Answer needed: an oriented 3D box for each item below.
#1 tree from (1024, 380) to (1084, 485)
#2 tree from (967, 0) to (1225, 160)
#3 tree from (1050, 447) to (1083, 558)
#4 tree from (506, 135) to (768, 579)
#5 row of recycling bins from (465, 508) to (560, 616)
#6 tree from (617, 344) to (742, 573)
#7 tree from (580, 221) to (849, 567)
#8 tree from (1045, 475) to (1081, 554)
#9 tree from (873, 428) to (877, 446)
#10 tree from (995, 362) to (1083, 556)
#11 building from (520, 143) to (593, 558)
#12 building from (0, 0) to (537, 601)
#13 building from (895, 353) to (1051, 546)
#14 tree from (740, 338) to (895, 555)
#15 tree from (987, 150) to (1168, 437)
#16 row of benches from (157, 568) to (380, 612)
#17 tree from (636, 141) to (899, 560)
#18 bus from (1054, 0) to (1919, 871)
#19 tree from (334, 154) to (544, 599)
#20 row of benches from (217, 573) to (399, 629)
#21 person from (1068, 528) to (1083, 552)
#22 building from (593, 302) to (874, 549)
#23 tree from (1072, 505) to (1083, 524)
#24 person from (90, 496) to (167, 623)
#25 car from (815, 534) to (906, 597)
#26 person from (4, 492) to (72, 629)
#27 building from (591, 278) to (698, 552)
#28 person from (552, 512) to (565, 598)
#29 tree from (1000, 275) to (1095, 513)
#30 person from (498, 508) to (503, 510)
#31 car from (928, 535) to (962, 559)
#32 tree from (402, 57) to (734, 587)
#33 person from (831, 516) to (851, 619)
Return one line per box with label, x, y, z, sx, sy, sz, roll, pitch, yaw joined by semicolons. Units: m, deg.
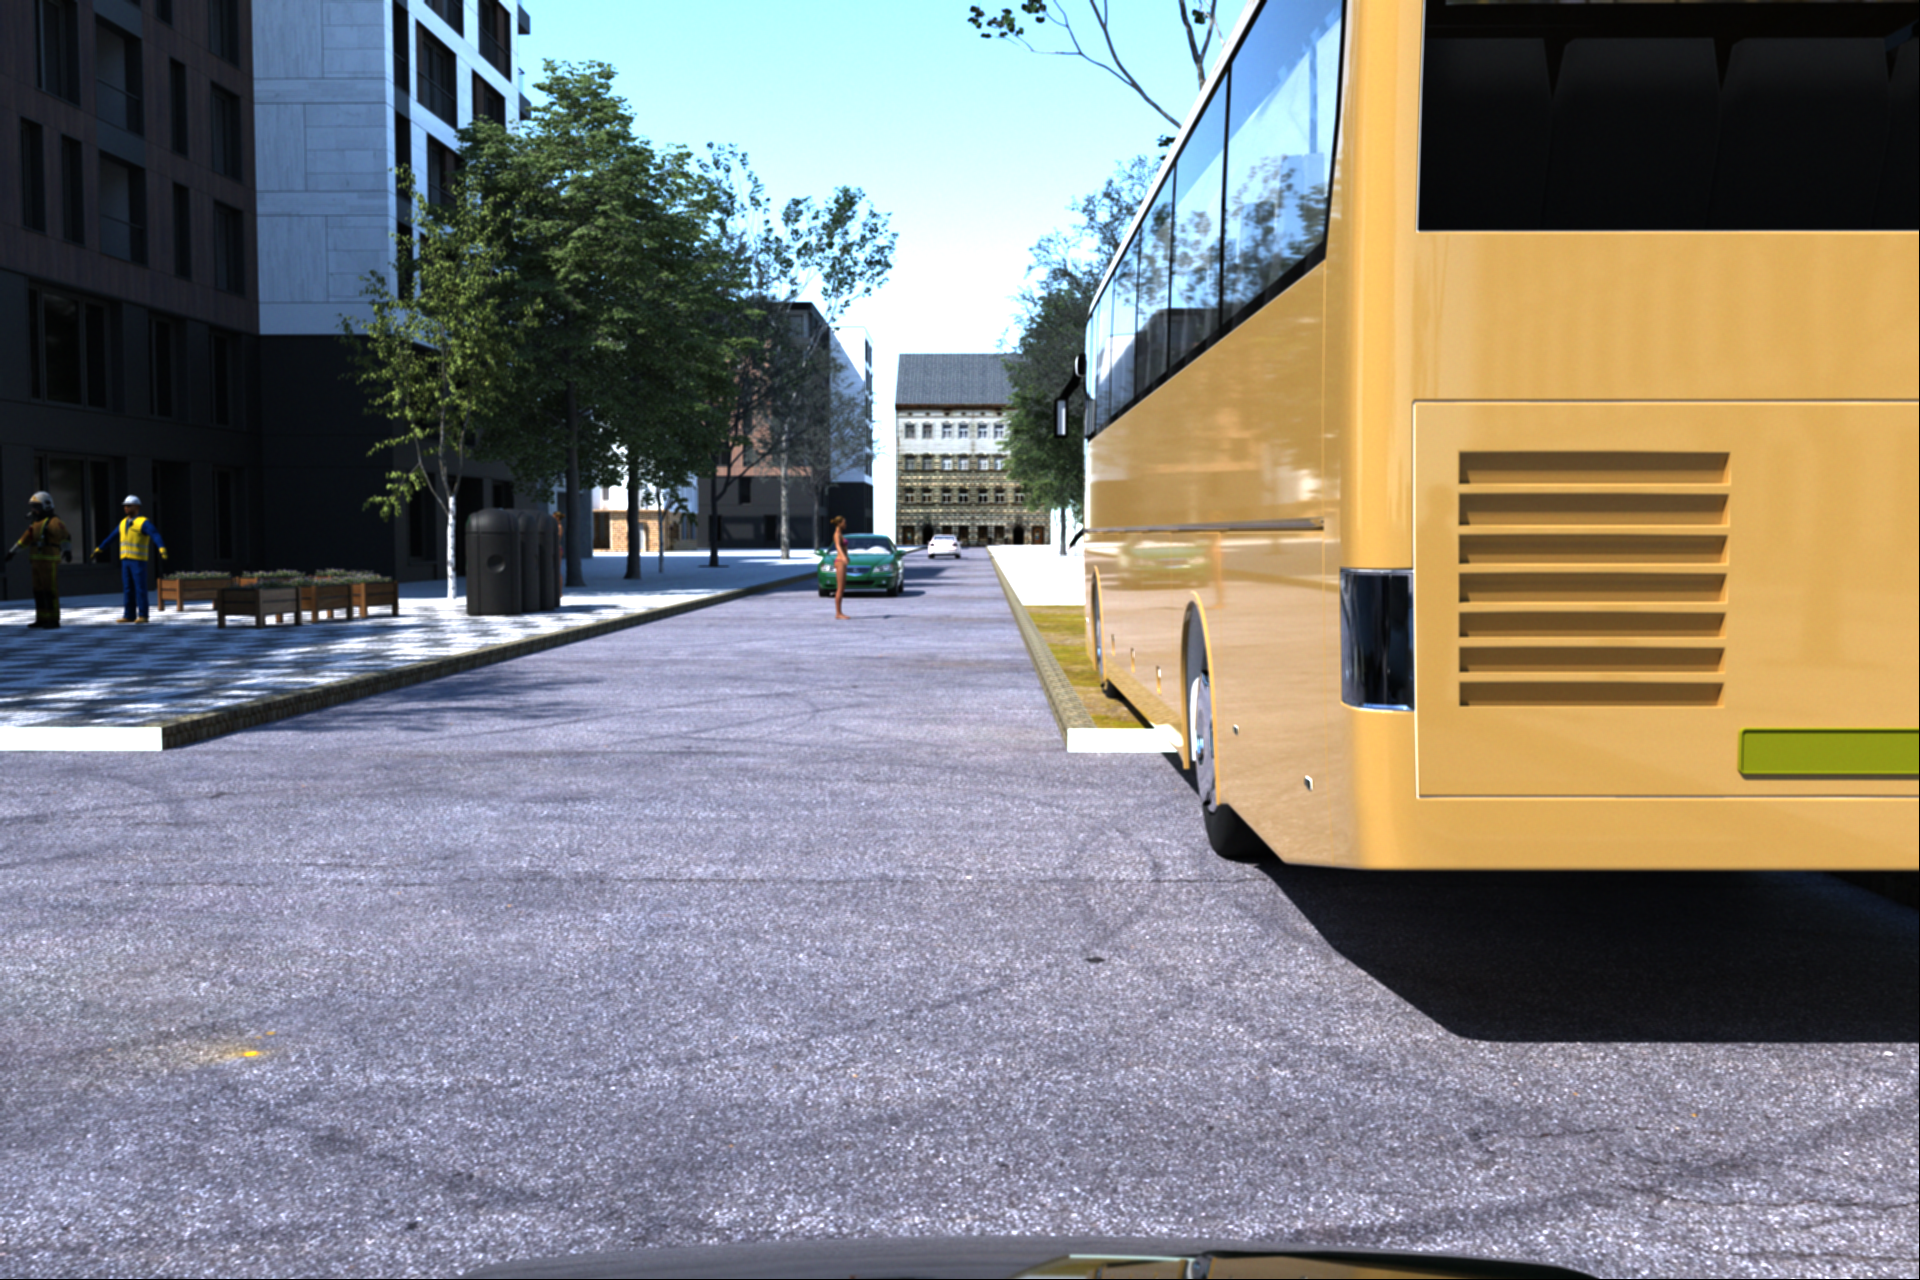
tree;6.568;-8.231;68.991;8.767;10.594;7.601;-2;4;-25
tree;5.106;-10.673;30.392;12.611;20.169;13.585;0;3;0
tree;6.083;-8.825;94.659;4.360;8.622;3.978;0;3;0
tree;-9.402;-8.054;49.809;7.486;12.596;7.792;0;3;0
row of recycling bins;-7.348;-1.324;28.768;1.069;1.692;3.534;0;4;0
tree;-9.698;-6.538;57.260;4.737;8.622;4.395;0;3;0
tree;-9.486;-9.602;67.357;12.009;13.543;11.850;0;3;0
tree;6.069;-9.912;112.418;4.360;8.622;3.978;0;3;0
tree;-16.096;-21.316;204.398;12.611;20.169;13.585;0;3;0
tree;5.725;-11.295;102.803;7.486;12.596;7.792;0;3;0
building;-28.211;-12.807;75.844;16.747;18.905;31.486;0;4;1
building;-28.591;-12.133;42.351;27.936;21.610;32.646;0;4;1
building;1.681;-22.969;208.928;18.063;23.208;19.493;0;4;1
tree;-9.044;-12.111;108.387;12.009;13.543;11.850;0;3;0
tree;5.571;-8.870;55.389;12.009;13.543;11.850;0;3;0
row of benches;-12.000;-0.896;30.115;1.422;0.672;4.104;2;4;35
tree;-10.219;-14.077;86.047;12.611;20.169;13.585;0;3;0
bus;2.310;-1.159;10.498;2.896;3.916;12.252;0;4;0
tree;-10.092;-5.115;33.998;4.737;8.622;4.395;0;3;0
row of benches;-9.413;-0.607;25.384;1.422;0.672;4.104;1;4;9
person;2.969;-1.956;37.923;1.347;1.837;0.705;2;4;25
building;-23.349;-19.874;168.920;27.936;21.610;32.646;0;4;1
tree;17.038;-17.632;206.412;7.486;12.596;7.792;0;3;0
person;-11.905;-1.159;24.922;1.349;1.833;0.705;1;4;19
car;-2.307;-1.788;41.036;2.131;1.459;4.920;0;4;1
person;-12.487;-1.089;23.577;1.354;1.858;0.705;2;4;28
building;-26.556;-16.647;128.599;16.016;20.090;11.380;0;4;1
person;-8.224;-1.727;35.032;0.721;1.733;1.217;-1;4;-12
tree;6.538;-10.899;84.856;9.857;13.997;8.962;0;3;0
person;-9.541;-1.825;35.964;1.347;1.817;0.704;-2;4;-31
car;-0.907;-5.532;102.813;2.083;1.381;4.827;0;4;1
tree;-9.310;-7.547;41.524;7.486;12.596;7.792;0;3;0
person;-1.944;-1.228;29.333;0.721;1.733;1.217;0;4;-2
